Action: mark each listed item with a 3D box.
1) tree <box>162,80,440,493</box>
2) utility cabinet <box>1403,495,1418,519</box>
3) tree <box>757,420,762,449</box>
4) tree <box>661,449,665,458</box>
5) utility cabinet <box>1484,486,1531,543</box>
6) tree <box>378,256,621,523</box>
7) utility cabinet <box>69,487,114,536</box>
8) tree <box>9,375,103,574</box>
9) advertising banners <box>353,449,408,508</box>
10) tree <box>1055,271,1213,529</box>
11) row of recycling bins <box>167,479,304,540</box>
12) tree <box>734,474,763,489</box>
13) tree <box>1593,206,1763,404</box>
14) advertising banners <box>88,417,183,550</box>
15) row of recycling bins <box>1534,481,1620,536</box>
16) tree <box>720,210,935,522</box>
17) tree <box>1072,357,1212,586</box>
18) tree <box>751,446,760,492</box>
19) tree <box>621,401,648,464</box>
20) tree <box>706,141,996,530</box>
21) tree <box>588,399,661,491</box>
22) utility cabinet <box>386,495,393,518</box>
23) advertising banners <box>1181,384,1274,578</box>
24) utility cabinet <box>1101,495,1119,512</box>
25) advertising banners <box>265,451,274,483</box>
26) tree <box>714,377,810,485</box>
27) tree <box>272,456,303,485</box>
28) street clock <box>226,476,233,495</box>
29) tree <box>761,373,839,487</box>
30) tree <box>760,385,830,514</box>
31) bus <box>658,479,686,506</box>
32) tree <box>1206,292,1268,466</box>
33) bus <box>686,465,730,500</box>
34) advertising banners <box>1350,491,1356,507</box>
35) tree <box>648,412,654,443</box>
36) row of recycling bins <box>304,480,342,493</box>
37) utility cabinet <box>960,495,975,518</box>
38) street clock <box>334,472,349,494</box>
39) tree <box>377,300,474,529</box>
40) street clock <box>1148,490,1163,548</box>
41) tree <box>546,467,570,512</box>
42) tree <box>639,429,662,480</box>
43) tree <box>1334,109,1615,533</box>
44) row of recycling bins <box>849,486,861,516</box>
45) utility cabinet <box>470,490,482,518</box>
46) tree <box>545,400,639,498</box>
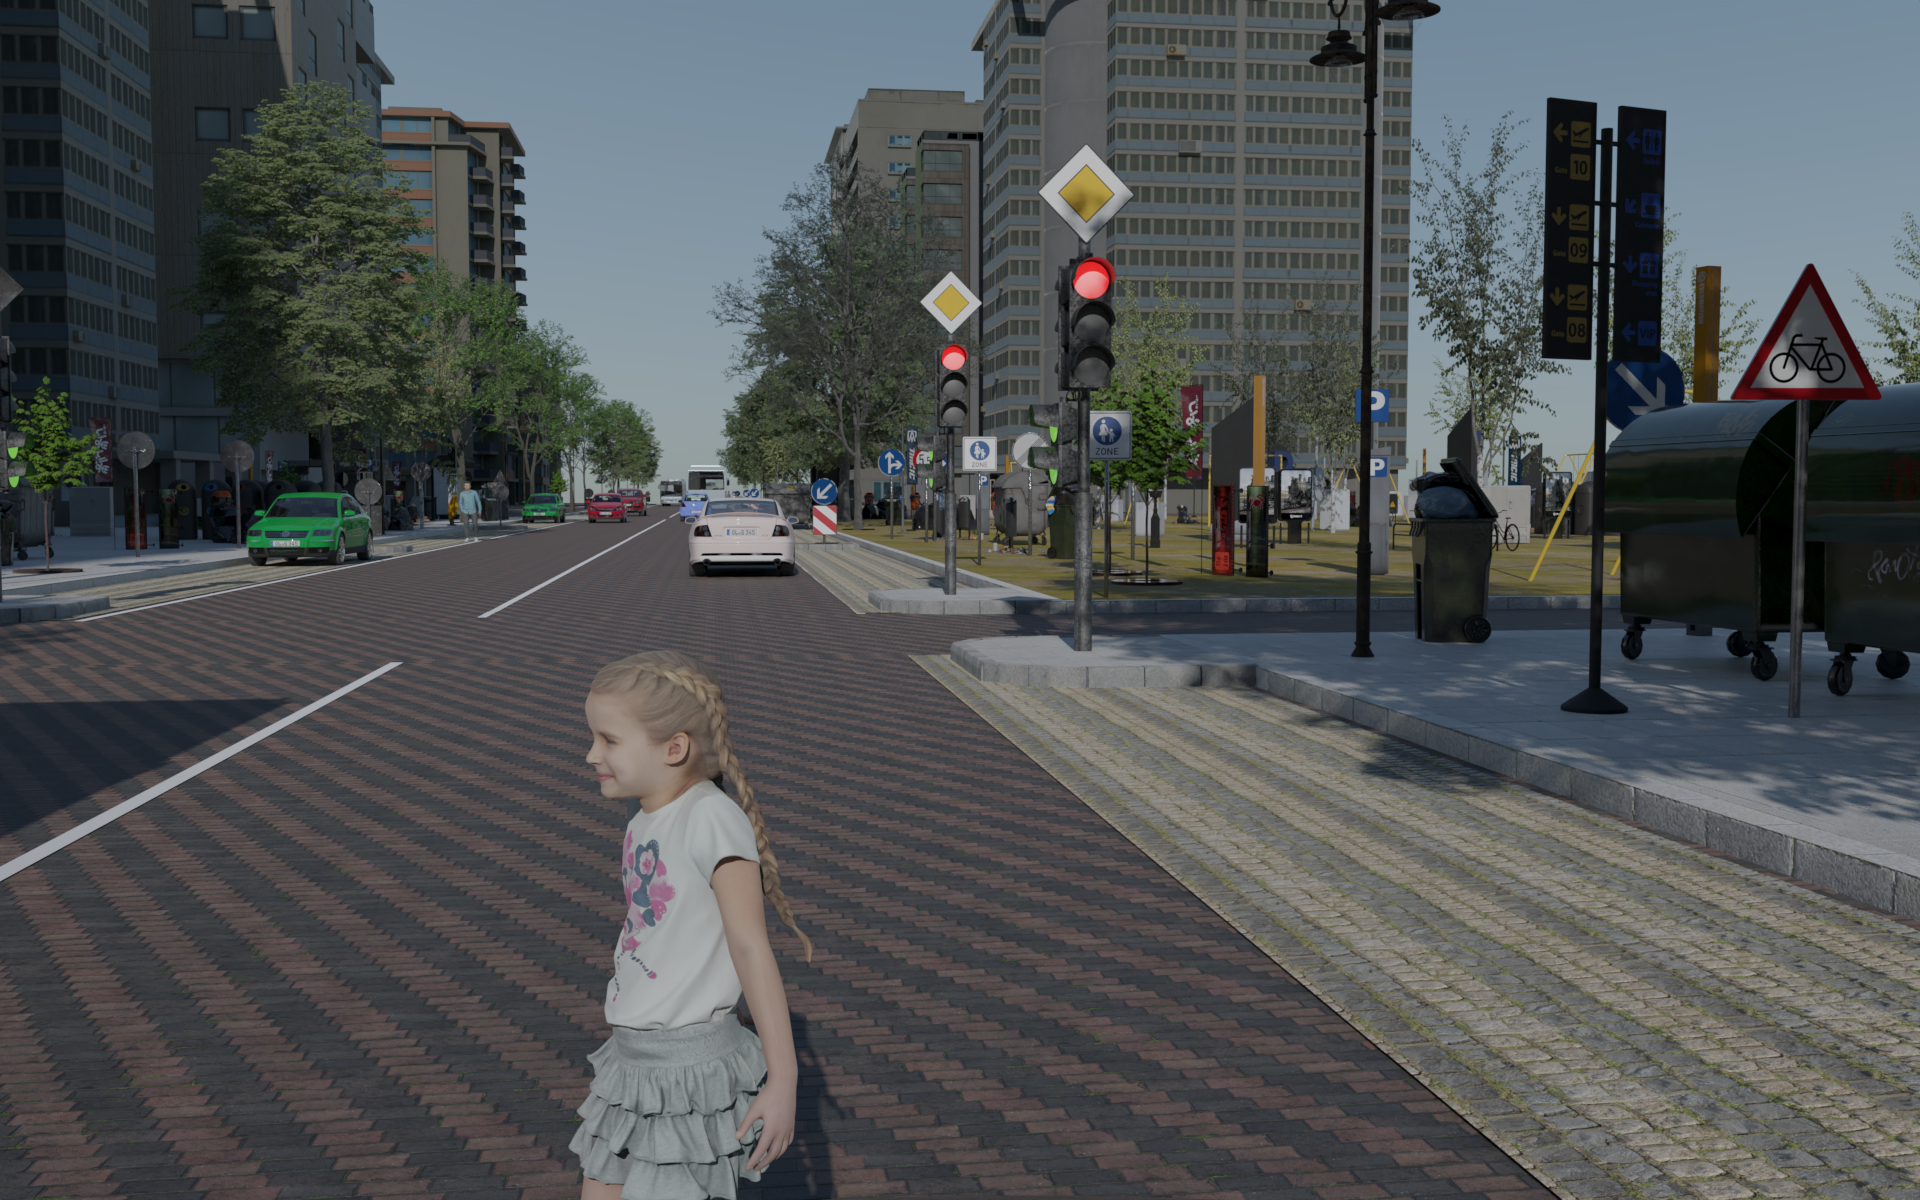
[{"bbox_3d":[-18.081,-7.953,48.166,7.486,12.596,7.792,0,3,0],"label":"tree"},{"bbox_3d":[23.022,-4.708,88.129,1.020,1.237,0.306,-2,4,-34],"label":"utility cabinet"},{"bbox_3d":[-13.650,-11.149,132.640,4.737,8.622,4.395,0,3,0],"label":"tree"},{"bbox_3d":[-46.979,-20.446,252.425,7.486,12.596,7.792,0,3,0],"label":"tree"},{"bbox_3d":[14.161,-2.217,44.926,1.173,1.500,0.318,1,4,11],"label":"utility cabinet"},{"bbox_3d":[-22.154,-9.214,76.406,9.928,11.665,9.643,0,3,0],"label":"tree"},{"bbox_3d":[-26.206,-2.666,52.270,1.173,1.500,0.318,0,4,-6],"label":"utility cabinet"},{"bbox_3d":[-14.795,-2.059,28.259,1.663,3.219,1.824,0,3,0],"label":"tree"},{"bbox_3d":[-22.335,-4.316,66.748,2.074,3.025,0.090,0,3,0],"label":"advertising banners"},{"bbox_3d":[6.022,-6.503,56.687,4.737,8.622,4.395,0,3,0],"label":"tree"},{"bbox_3d":[-20.556,-2.550,48.813,3.534,1.692,1.069,0,4,-1],"label":"row of recycling bins"},{"bbox_3d":[-28.504,-19.900,243.492,7.486,12.596,7.792,0,3,0],"label":"tree"},{"bbox_3d":[17.850,-5.751,44.388,4.737,8.622,4.395,0,3,0],"label":"tree"},{"bbox_3d":[-18.998,-2.676,39.933,0.090,3.025,2.074,3,5,41],"label":"advertising banners"},{"bbox_3d":[19.486,-2.890,54.362,1.069,1.692,3.534,-2,4,-29],"label":"row of recycling bins"},{"bbox_3d":[-5.301,-10.565,79.396,9.857,13.997,8.962,0,3,0],"label":"tree"},{"bbox_3d":[2.785,-1.832,24.557,1.663,3.219,1.824,0,3,0],"label":"tree"},{"bbox_3d":[-20.020,-14.080,180.566,4.360,8.622,3.978,0,3,0],"label":"tree"},{"bbox_3d":[-25.635,-10.848,103.128,9.928,11.665,9.643,0,3,0],"label":"tree"},{"bbox_3d":[-3.762,-9.239,61.422,12.009,13.543,11.850,0,3,0],"label":"tree"},{"bbox_3d":[-40.392,-17.648,206.666,7.486,12.596,7.792,0,3,0],"label":"tree"},{"bbox_3d":[-30.101,-4.901,91.299,1.020,1.237,0.306,-2,4,-25],"label":"utility cabinet"},{"bbox_3d":[4.162,-1.897,27.201,0.090,3.025,2.074,-2,4,-35],"label":"advertising banners"},{"bbox_3d":[8.488,-5.306,97.920,1.020,1.237,0.306,1,4,22],"label":"utility cabinet"},{"bbox_3d":[-28.164,-4.477,69.388,0.090,3.025,2.074,1,4,19],"label":"advertising banners"},{"bbox_3d":[-18.103,-15.107,164.013,9.611,12.733,9.660,0,3,0],"label":"tree"},{"bbox_3d":[-34.209,-5.707,87.904,1.663,3.219,1.824,0,3,0],"label":"tree"},{"bbox_3d":[-29.436,-3.990,69.808,0.358,2.002,0.471,-2,4,-27],"label":"street clock"},{"bbox_3d":[-8.136,-9.064,98.555,4.737,8.622,4.395,0,3,0],"label":"tree"},{"bbox_3d":[-9.879,-9.885,111.975,4.360,8.622,3.978,0,3,0],"label":"tree"},{"bbox_3d":[-34.008,-12.904,205.842,2.948,3.499,13.247,0,4,-6],"label":"bus"},{"bbox_3d":[11.264,-6.950,63.989,4.360,8.622,3.978,0,3,0],"label":"tree"},{"bbox_3d":[-17.084,-7.488,117.281,2.948,3.499,13.247,0,4,-8],"label":"bus"},{"bbox_3d":[20.325,-5.729,89.861,2.074,3.025,0.090,-1,4,-22],"label":"advertising banners"},{"bbox_3d":[-37.172,-15.944,186.435,9.928,11.665,9.643,0,3,0],"label":"tree"},{"bbox_3d":[-19.817,-2.719,51.572,1.069,1.692,3.534,2,4,26],"label":"row of recycling bins"},{"bbox_3d":[0.523,-4.789,89.467,1.020,1.237,0.306,0,4,5],"label":"utility cabinet"},{"bbox_3d":[-20.143,-3.170,56.393,0.358,2.002,0.471,2,4,28],"label":"street clock"},{"bbox_3d":[-19.753,-6.910,63.348,4.737,8.622,4.395,0,3,0],"label":"tree"},{"bbox_3d":[4.643,-2.237,41.142,0.358,2.002,0.471,2,4,30],"label":"street clock"},{"bbox_3d":[-28.771,-7.896,123.708,1.663,3.219,1.824,0,3,0],"label":"tree"},{"bbox_3d":[-44.192,-18.414,235.487,7.601,10.594,8.767,0,4,5],"label":"tree"},{"bbox_3d":[10.328,-5.088,33.557,4.360,8.622,3.978,0,3,0],"label":"tree"},{"bbox_3d":[-5.789,-5.251,92.967,1.069,1.692,3.534,0,4,-3],"label":"row of recycling bins"},{"bbox_3d":[-26.229,-5.195,93.616,1.173,1.500,0.318,3,5,41],"label":"utility cabinet"},{"bbox_3d":[-33.652,-13.425,153.908,7.601,10.594,8.767,-2,4,-25],"label":"tree"}]
